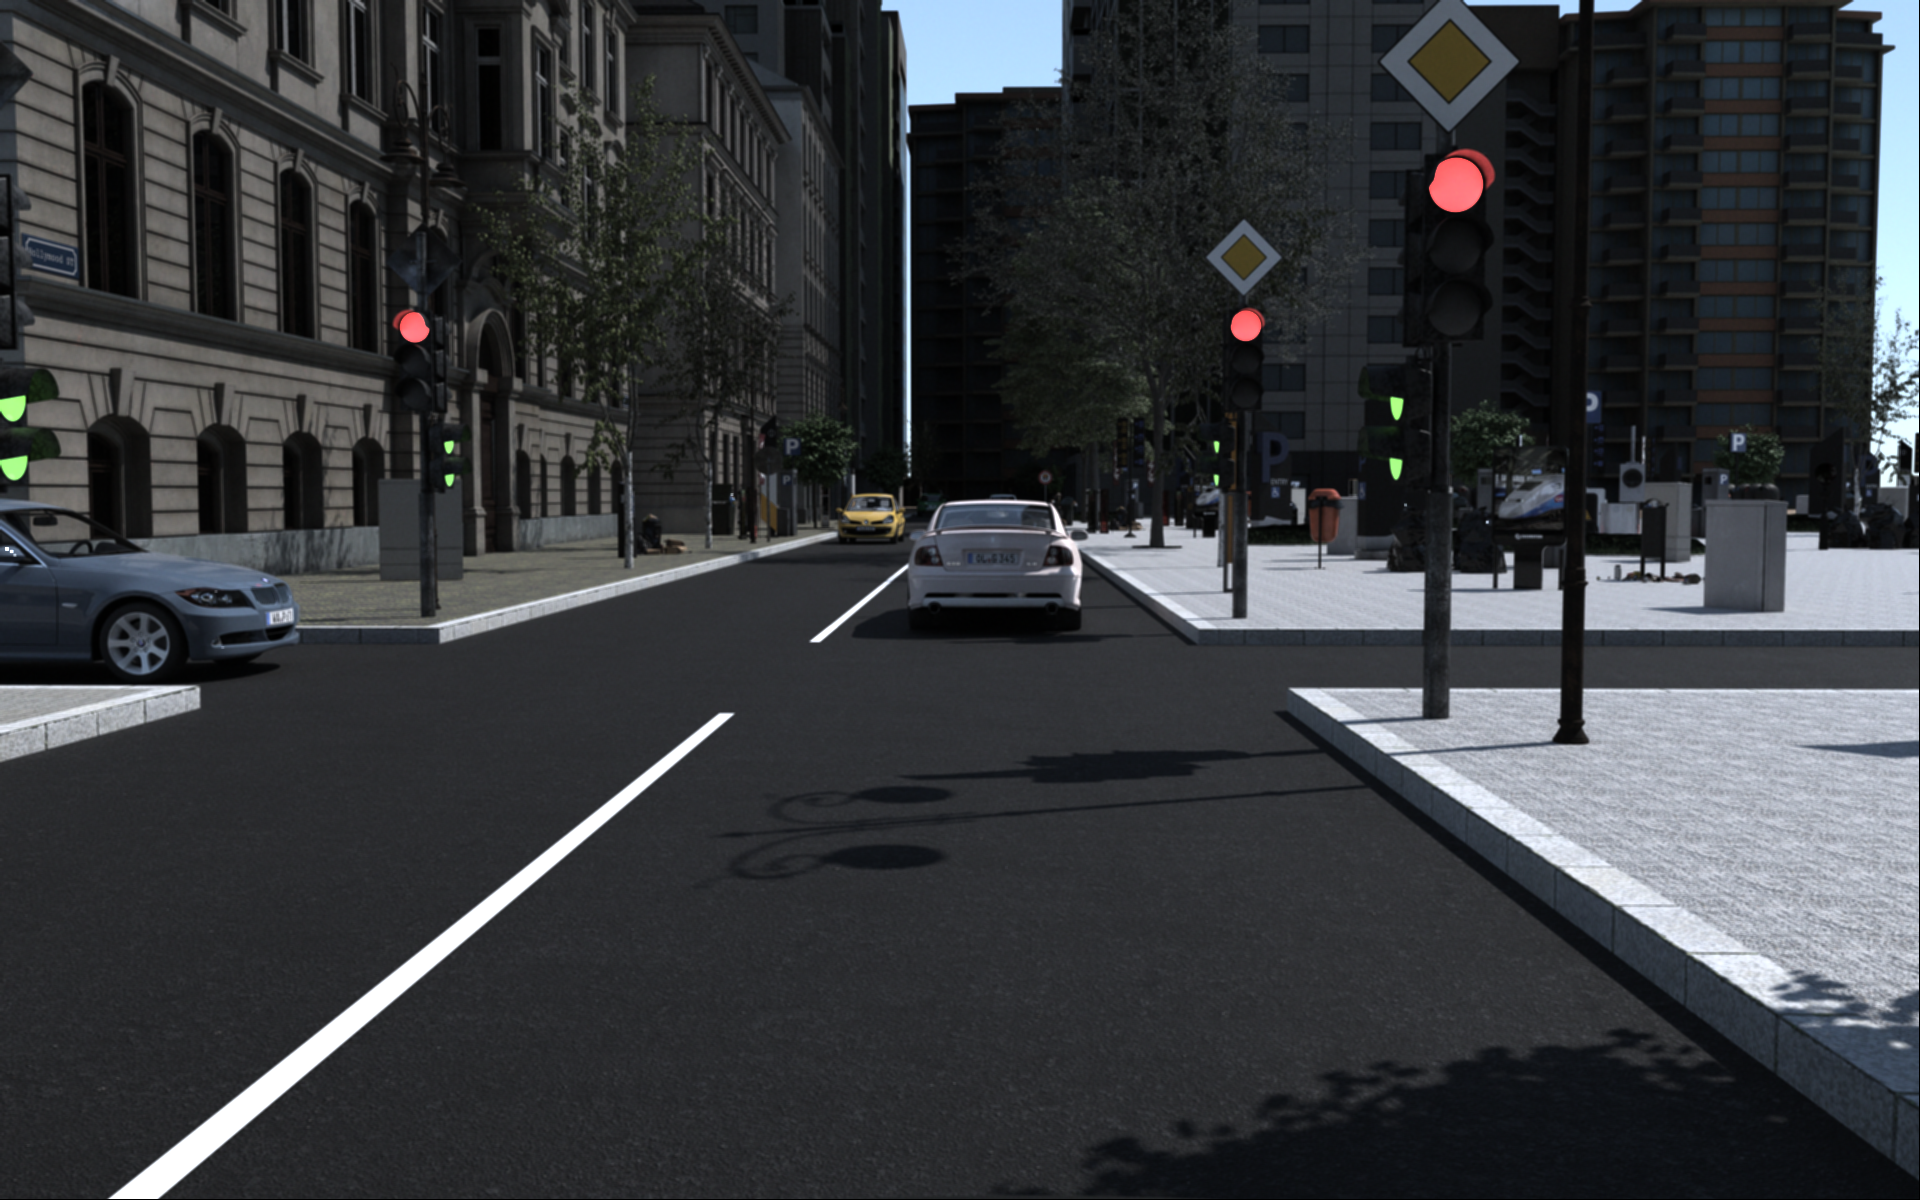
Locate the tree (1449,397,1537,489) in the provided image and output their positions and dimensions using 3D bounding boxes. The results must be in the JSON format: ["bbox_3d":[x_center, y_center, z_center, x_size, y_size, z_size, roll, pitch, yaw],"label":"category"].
[{"bbox_3d":[17.814,-4.594,58.823,4.285,4.588,4.351,0,3,0],"label":"tree"}]

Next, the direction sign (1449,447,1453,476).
[{"bbox_3d":[20.773,-4.999,73.730,0.379,3.537,0.876,3,5,43],"label":"direction sign"}]

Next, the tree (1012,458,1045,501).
[{"bbox_3d":[6.334,-10.570,156.529,4.285,4.588,4.351,0,3,0],"label":"tree"}]

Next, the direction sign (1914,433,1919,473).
[{"bbox_3d":[35.572,-4.385,63.697,0.876,3.537,0.379,3,4,38],"label":"direction sign"}]

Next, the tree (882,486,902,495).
[{"bbox_3d":[-4.484,-7.290,113.793,1.663,3.219,1.824,0,3,0],"label":"tree"}]

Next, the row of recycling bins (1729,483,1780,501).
[{"bbox_3d":[31.181,-3.754,68.489,1.069,1.692,3.534,0,4,-6],"label":"row of recycling bins"}]

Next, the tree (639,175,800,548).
[{"bbox_3d":[-5.910,-5.538,40.906,4.360,8.622,3.978,0,3,0],"label":"tree"}]

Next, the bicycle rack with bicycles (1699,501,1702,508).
[{"bbox_3d":[38.705,-4.546,87.710,2.852,0.926,2.925,2,4,33],"label":"bicycle rack with bicycles"}]

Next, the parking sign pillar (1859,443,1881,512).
[{"bbox_3d":[45.096,-5.976,86.178,1.447,3.967,1.447,-1,4,-14],"label":"parking sign pillar"}]

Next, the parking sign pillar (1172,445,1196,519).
[{"bbox_3d":[11.879,-6.268,90.949,1.447,3.967,1.447,-2,4,-25],"label":"parking sign pillar"}]

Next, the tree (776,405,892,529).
[{"bbox_3d":[-5.273,-4.908,63.961,4.285,4.588,4.351,0,3,0],"label":"tree"}]

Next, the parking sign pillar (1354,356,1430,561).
[{"bbox_3d":[8.494,-2.781,33.940,1.447,3.967,1.447,-1,4,-11],"label":"parking sign pillar"}]

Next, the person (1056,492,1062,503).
[{"bbox_3d":[9.779,-10.041,172.670,1.348,1.824,0.705,-3,5,-43],"label":"person"}]

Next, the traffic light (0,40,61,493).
[{"bbox_3d":[-5.698,-1.288,9.980,0.839,4.253,0.868,0,4,1],"label":"traffic light"}]

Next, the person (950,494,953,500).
[{"bbox_3d":[-0.856,-9.029,159.382,0.557,1.426,1.065,2,4,26],"label":"person"}]

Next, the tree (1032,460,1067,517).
[{"bbox_3d":[5.309,-6.284,97.346,1.663,3.219,1.824,0,3,0],"label":"tree"}]

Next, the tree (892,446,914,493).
[{"bbox_3d":[-4.232,-7.259,102.392,4.285,4.588,4.351,0,3,0],"label":"tree"}]

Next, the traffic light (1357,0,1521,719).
[{"bbox_3d":[2.712,-1.279,9.825,0.839,4.253,0.868,0,4,1],"label":"traffic light"}]

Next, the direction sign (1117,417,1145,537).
[{"bbox_3d":[5.046,-3.625,51.261,0.876,3.537,0.379,2,4,29],"label":"direction sign"}]

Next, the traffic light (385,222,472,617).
[{"bbox_3d":[-5.535,-1.776,17.964,0.839,4.253,0.868,0,4,1],"label":"traffic light"}]

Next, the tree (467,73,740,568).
[{"bbox_3d":[-5.983,-4.857,29.775,4.737,8.622,4.395,0,3,0],"label":"tree"}]

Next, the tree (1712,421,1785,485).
[{"bbox_3d":[35.639,-5.794,78.453,4.285,4.588,4.351,0,3,0],"label":"tree"}]

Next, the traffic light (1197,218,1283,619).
[{"bbox_3d":[2.875,-1.767,17.808,0.839,4.253,0.868,0,4,1],"label":"traffic light"}]

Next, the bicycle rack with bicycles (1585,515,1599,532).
[{"bbox_3d":[14.976,-1.902,44.482,2.925,0.926,2.852,0,4,-5],"label":"bicycle rack with bicycles"}]

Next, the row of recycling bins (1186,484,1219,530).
[{"bbox_3d":[9.188,-3.446,63.451,1.069,1.692,3.534,-1,4,-11],"label":"row of recycling bins"}]

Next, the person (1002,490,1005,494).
[{"bbox_3d":[4.083,-9.318,160.864,0.705,1.822,1.348,-1,4,-16],"label":"person"}]

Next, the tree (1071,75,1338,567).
[{"bbox_3d":[4.407,-4.890,30.315,4.360,8.622,3.978,0,3,0],"label":"tree"}]

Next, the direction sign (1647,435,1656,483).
[{"bbox_3d":[26.718,-4.587,66.998,0.379,3.537,0.876,0,4,5],"label":"direction sign"}]

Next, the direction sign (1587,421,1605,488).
[{"bbox_3d":[19.611,-3.793,54.020,0.876,3.537,0.379,1,4,20],"label":"direction sign"}]

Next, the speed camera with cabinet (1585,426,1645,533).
[{"bbox_3d":[18.753,-3.418,50.215,2.038,3.252,0.660,1,4,19],"label":"speed camera with cabinet"}]

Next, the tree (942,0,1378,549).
[{"bbox_3d":[4.730,-7.965,40.593,12.009,13.543,11.850,0,3,0],"label":"tree"}]

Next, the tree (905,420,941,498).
[{"bbox_3d":[-3.863,-13.469,170.578,4.360,8.622,3.978,0,3,0],"label":"tree"}]

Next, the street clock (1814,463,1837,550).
[{"bbox_3d":[19.930,-2.162,39.921,0.471,2.002,0.358,2,4,25],"label":"street clock"}]

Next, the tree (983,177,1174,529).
[{"bbox_3d":[4.527,-8.842,62.688,7.486,12.596,7.792,0,3,0],"label":"tree"}]

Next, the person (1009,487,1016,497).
[{"bbox_3d":[2.791,-5.280,94.833,0.705,1.822,1.348,2,4,34],"label":"person"}]

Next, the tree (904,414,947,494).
[{"bbox_3d":[-3.127,-12.724,158.399,4.737,8.622,4.395,0,3,0],"label":"tree"}]

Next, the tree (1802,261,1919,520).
[{"bbox_3d":[28.423,-6.363,54.397,4.360,8.622,3.978,0,3,0],"label":"tree"}]

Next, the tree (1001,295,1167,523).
[{"bbox_3d":[5.261,-8.665,76.080,8.767,10.594,7.601,3,4,38],"label":"tree"}]

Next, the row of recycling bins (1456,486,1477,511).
[{"bbox_3d":[23.734,-4.680,83.636,3.534,1.692,1.069,0,4,-2],"label":"row of recycling bins"}]

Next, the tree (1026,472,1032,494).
[{"bbox_3d":[6.131,-9.526,150.358,1.663,3.219,1.824,0,3,0],"label":"tree"}]

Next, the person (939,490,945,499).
[{"bbox_3d":[-1.545,-7.534,132.418,1.217,1.736,0.721,3,5,43],"label":"person"}]
